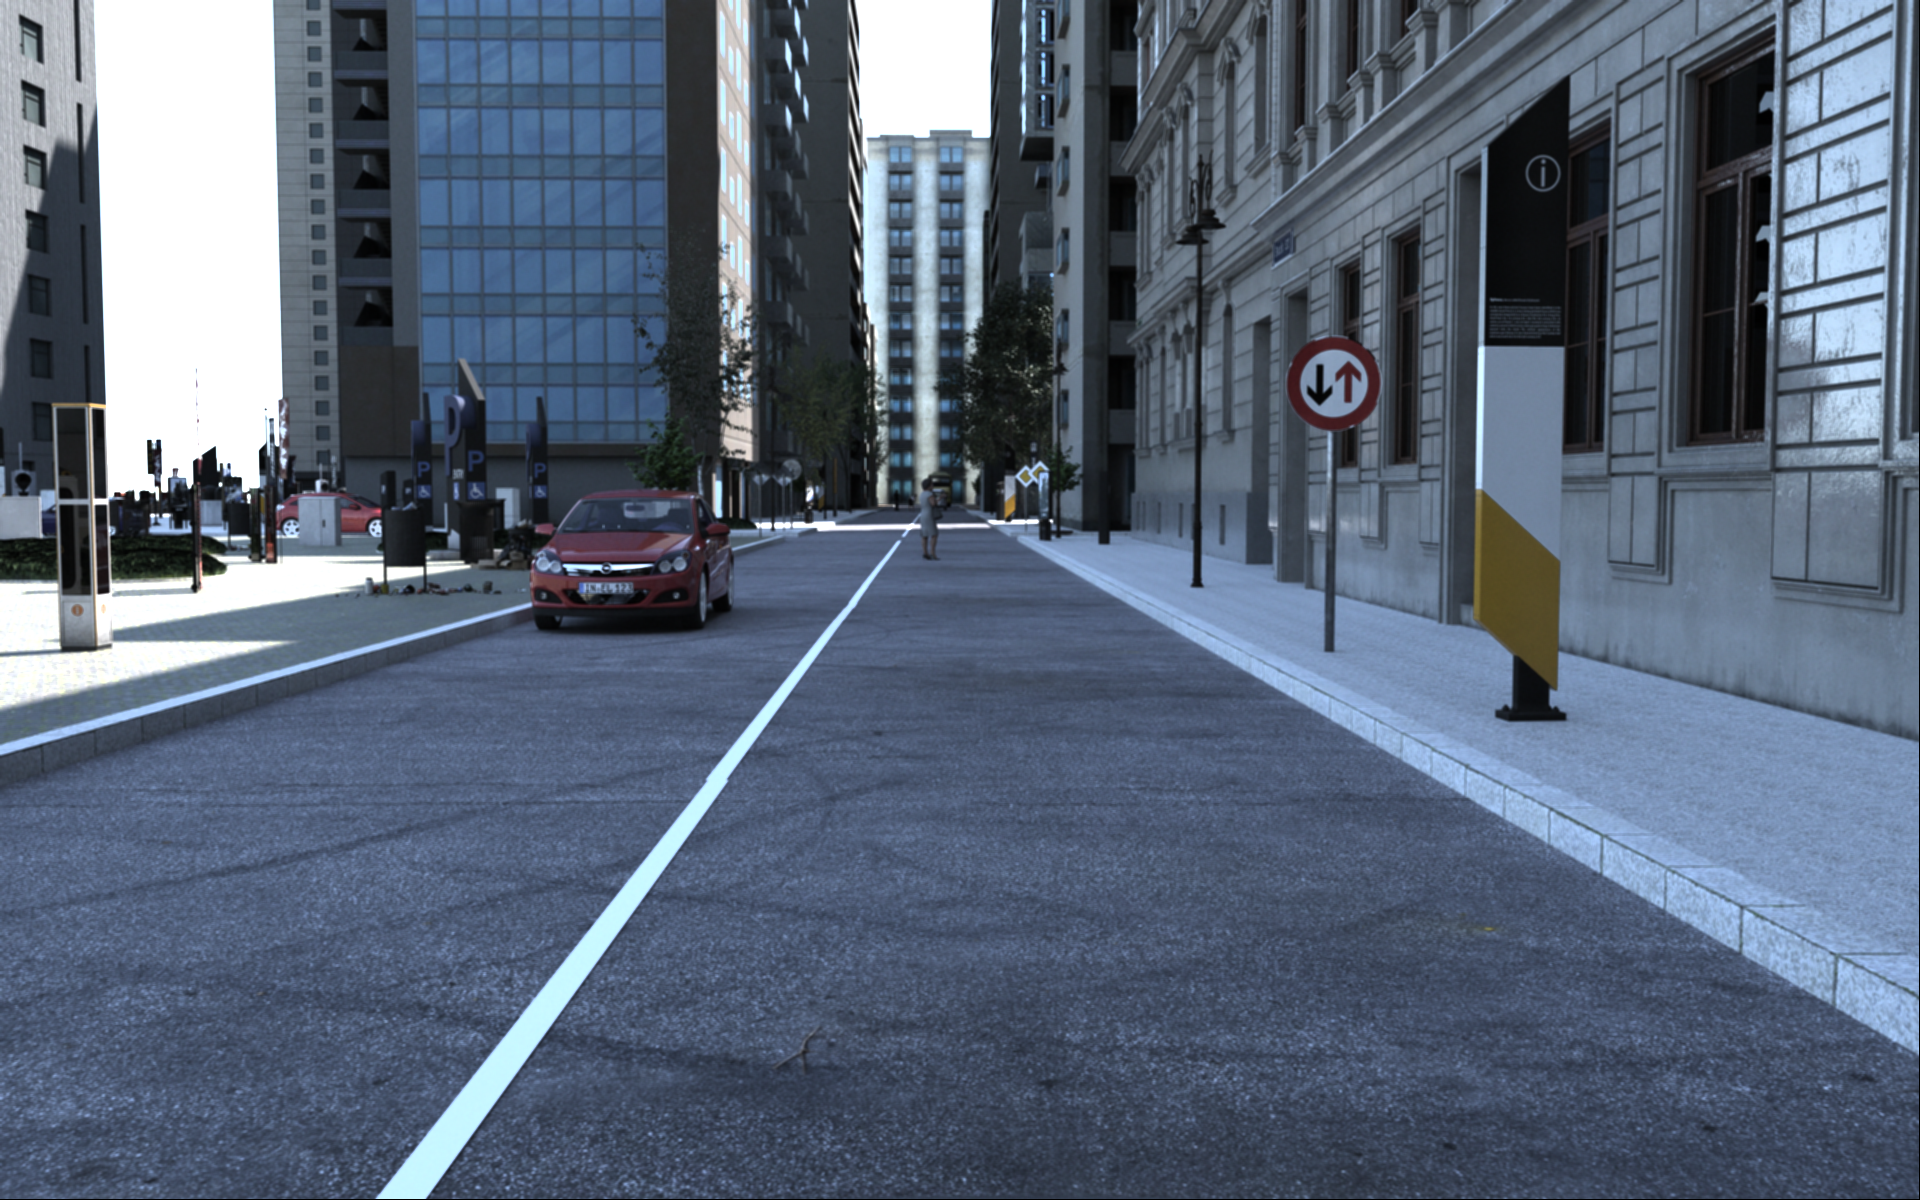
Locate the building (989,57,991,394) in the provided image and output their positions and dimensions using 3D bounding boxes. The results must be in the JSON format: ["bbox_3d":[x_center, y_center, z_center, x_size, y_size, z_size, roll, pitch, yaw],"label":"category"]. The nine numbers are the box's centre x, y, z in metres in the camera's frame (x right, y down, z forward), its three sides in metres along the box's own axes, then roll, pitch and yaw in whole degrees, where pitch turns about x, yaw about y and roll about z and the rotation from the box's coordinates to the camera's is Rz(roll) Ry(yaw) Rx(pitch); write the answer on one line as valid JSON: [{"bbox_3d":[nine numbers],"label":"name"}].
[{"bbox_3d":[9.745,-29.333,163.196,14.154,41.232,14.086,0,4,-1],"label":"building"}]

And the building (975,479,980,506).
[{"bbox_3d":[17.958,-30.906,197.189,32.217,40.220,23.993,0,4,-1],"label":"building"}]

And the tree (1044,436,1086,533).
[{"bbox_3d":[3.307,-3.877,57.985,1.663,3.219,1.824,0,3,0],"label":"tree"}]

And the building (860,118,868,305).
[{"bbox_3d":[-18.119,-33.765,202.160,14.200,45.320,14.600,0,4,-1],"label":"building"}]

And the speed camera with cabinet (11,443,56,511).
[{"bbox_3d":[-35.365,-4.427,66.725,2.038,3.252,0.660,0,4,-1],"label":"speed camera with cabinet"}]

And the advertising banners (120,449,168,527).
[{"bbox_3d":[-31.307,-4.298,66.454,0.090,3.025,2.074,1,4,18],"label":"advertising banners"}]

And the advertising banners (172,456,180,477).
[{"bbox_3d":[-35.247,-5.007,78.055,0.090,3.025,2.074,-2,4,-27],"label":"advertising banners"}]

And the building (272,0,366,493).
[{"bbox_3d":[-63.682,-46.418,197.183,20.611,71.187,20.563,0,4,-1],"label":"building"}]

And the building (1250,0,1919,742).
[{"bbox_3d":[9.806,-10.980,15.682,11.583,22.565,21.152,0,4,-1],"label":"building"}]

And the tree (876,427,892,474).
[{"bbox_3d":[-9.396,-14.582,188.781,4.360,8.622,3.978,0,3,0],"label":"tree"}]

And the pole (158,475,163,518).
[{"bbox_3d":[-42.988,-6.068,93.047,0.158,3.312,0.155,0,3,0],"label":"pole"}]

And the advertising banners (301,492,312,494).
[{"bbox_3d":[-40.318,-6.706,105.823,2.074,3.025,0.090,2,4,25],"label":"advertising banners"}]

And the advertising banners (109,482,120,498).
[{"bbox_3d":[-48.614,-6.346,99.947,0.090,3.025,2.074,2,4,28],"label":"advertising banners"}]

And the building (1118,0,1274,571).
[{"bbox_3d":[11.323,-15.346,38.301,14.401,28.519,23.554,0,4,-1],"label":"building"}]

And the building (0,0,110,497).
[{"bbox_3d":[-43.721,-18.093,67.527,14.107,30.474,14.160,0,4,-1],"label":"building"}]

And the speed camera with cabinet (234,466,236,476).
[{"bbox_3d":[-51.806,-7.811,122.048,2.038,3.252,0.660,0,4,-4],"label":"speed camera with cabinet"}]

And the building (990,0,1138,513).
[{"bbox_3d":[13.521,-31.897,145.215,21.300,48.544,21.600,0,4,-1],"label":"building"}]

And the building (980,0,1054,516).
[{"bbox_3d":[12.898,-49.038,114.443,22.319,86.520,31.000,0,4,-1],"label":"building"}]

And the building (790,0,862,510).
[{"bbox_3d":[-19.384,-31.851,144.470,21.300,48.544,21.600,0,4,-1],"label":"building"}]

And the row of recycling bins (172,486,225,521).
[{"bbox_3d":[-36.928,-4.728,84.420,3.534,1.692,1.069,1,4,20],"label":"row of recycling bins"}]

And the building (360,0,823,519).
[{"bbox_3d":[-20.489,-29.390,100.136,23.786,49.044,30.456,0,4,-1],"label":"building"}]

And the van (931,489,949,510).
[{"bbox_3d":[-1.980,-8.935,153.093,2.013,2.044,4.112,0,4,0],"label":"van"}]

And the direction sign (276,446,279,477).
[{"bbox_3d":[-31.978,-5.475,81.509,0.379,3.537,0.876,0,4,7],"label":"direction sign"}]

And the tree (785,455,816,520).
[{"bbox_3d":[-7.840,-5.537,85.135,1.663,3.219,1.824,0,3,0],"label":"tree"}]

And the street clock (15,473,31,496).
[{"bbox_3d":[-32.470,-3.395,60.075,0.471,2.002,0.358,-2,4,-34],"label":"street clock"}]

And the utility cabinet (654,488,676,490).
[{"bbox_3d":[-10.235,-3.155,60.266,1.173,1.500,0.318,3,5,40],"label":"utility cabinet"}]

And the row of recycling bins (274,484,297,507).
[{"bbox_3d":[-28.038,-3.957,71.815,1.069,1.692,3.534,-1,4,-17],"label":"row of recycling bins"}]

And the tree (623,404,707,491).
[{"bbox_3d":[-6.237,-2.618,37.402,1.663,3.219,1.824,0,3,0],"label":"tree"}]

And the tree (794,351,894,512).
[{"bbox_3d":[-8.361,-12.260,126.200,9.928,11.665,9.643,0,3,0],"label":"tree"}]

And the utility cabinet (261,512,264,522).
[{"bbox_3d":[-32.042,-4.191,79.689,0.306,1.237,1.020,2,4,30],"label":"utility cabinet"}]

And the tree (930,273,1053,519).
[{"bbox_3d":[3.249,-10.575,89.912,9.611,12.733,9.660,0,3,0],"label":"tree"}]

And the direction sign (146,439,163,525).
[{"bbox_3d":[-32.936,-4.824,70.872,0.876,3.537,0.379,2,4,24],"label":"direction sign"}]

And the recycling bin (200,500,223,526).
[{"bbox_3d":[-30.239,-3.504,69.847,0.722,1.027,0.722,-3,5,-44],"label":"recycling bin"}]

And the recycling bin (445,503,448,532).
[{"bbox_3d":[-14.147,-2.221,48.861,0.722,1.027,0.722,-1,4,-16],"label":"recycling bin"}]

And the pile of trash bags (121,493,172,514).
[{"bbox_3d":[-51.948,-6.140,110.140,1.912,1.369,3.447,2,4,28],"label":"pile of trash bags"}]

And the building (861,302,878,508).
[{"bbox_3d":[-22.434,-19.916,170.658,27.650,21.520,28.899,0,4,-1],"label":"building"}]

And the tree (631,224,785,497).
[{"bbox_3d":[-6.987,-5.914,47.062,4.360,8.622,3.978,0,3,0],"label":"tree"}]

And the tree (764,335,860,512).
[{"bbox_3d":[-6.944,-7.981,80.846,4.737,8.622,4.395,0,3,0],"label":"tree"}]

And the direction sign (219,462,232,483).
[{"bbox_3d":[-52.083,-8.004,122.855,0.876,3.537,0.379,0,4,-4],"label":"direction sign"}]

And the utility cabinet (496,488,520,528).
[{"bbox_3d":[-16.514,-3.343,63.332,0.318,1.500,1.173,-3,5,-45],"label":"utility cabinet"}]

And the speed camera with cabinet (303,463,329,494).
[{"bbox_3d":[-41.614,-7.159,111.385,0.660,3.252,2.038,3,5,40],"label":"speed camera with cabinet"}]

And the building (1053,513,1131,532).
[{"bbox_3d":[14.518,-27.200,68.424,21.600,48.544,21.300,0,4,-1],"label":"building"}]

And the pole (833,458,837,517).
[{"bbox_3d":[-7.046,-6.348,97.640,0.158,3.312,0.155,0,3,0],"label":"pole"}]

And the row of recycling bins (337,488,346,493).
[{"bbox_3d":[-39.374,-6.361,111.122,1.069,1.692,3.534,-1,4,-11],"label":"row of recycling bins"}]

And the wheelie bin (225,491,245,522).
[{"bbox_3d":[-33.784,-4.431,80.350,0.693,1.594,0.980,0,4,-2],"label":"wheelie bin"}]

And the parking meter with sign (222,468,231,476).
[{"bbox_3d":[-49.161,-7.350,116.434,0.543,3.016,1.738,-2,4,-29],"label":"parking meter with sign"}]

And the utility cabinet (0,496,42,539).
[{"bbox_3d":[-24.604,-2.086,45.271,1.020,1.237,0.306,-1,4,-23],"label":"utility cabinet"}]

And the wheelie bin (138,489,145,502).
[{"bbox_3d":[-49.781,-5.980,105.679,0.693,1.594,0.980,-2,4,-26],"label":"wheelie bin"}]

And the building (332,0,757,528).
[{"bbox_3d":[-15.891,-25.684,70.040,14.600,45.320,14.200,0,4,-1],"label":"building"}]

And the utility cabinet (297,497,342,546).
[{"bbox_3d":[-15.972,-1.959,43.196,1.020,1.237,0.306,1,4,11],"label":"utility cabinet"}]

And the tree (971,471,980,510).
[{"bbox_3d":[1.605,-9.073,142.936,1.663,3.219,1.824,0,3,0],"label":"tree"}]

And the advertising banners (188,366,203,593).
[{"bbox_3d":[-10.255,-1.656,23.256,0.090,3.025,2.074,-1,4,-20],"label":"advertising banners"}]

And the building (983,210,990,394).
[{"bbox_3d":[9.286,-24.871,178.347,14.160,30.474,14.107,0,4,-1],"label":"building"}]

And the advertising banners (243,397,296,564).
[{"bbox_3d":[-12.829,-2.199,32.147,0.090,3.025,2.074,-3,5,-42],"label":"advertising banners"}]

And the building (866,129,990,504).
[{"bbox_3d":[-1.307,-37.328,229.921,30.456,49.044,23.786,0,4,-1],"label":"building"}]

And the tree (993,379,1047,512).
[{"bbox_3d":[3.010,-9.087,98.929,4.360,8.622,3.978,0,3,0],"label":"tree"}]
